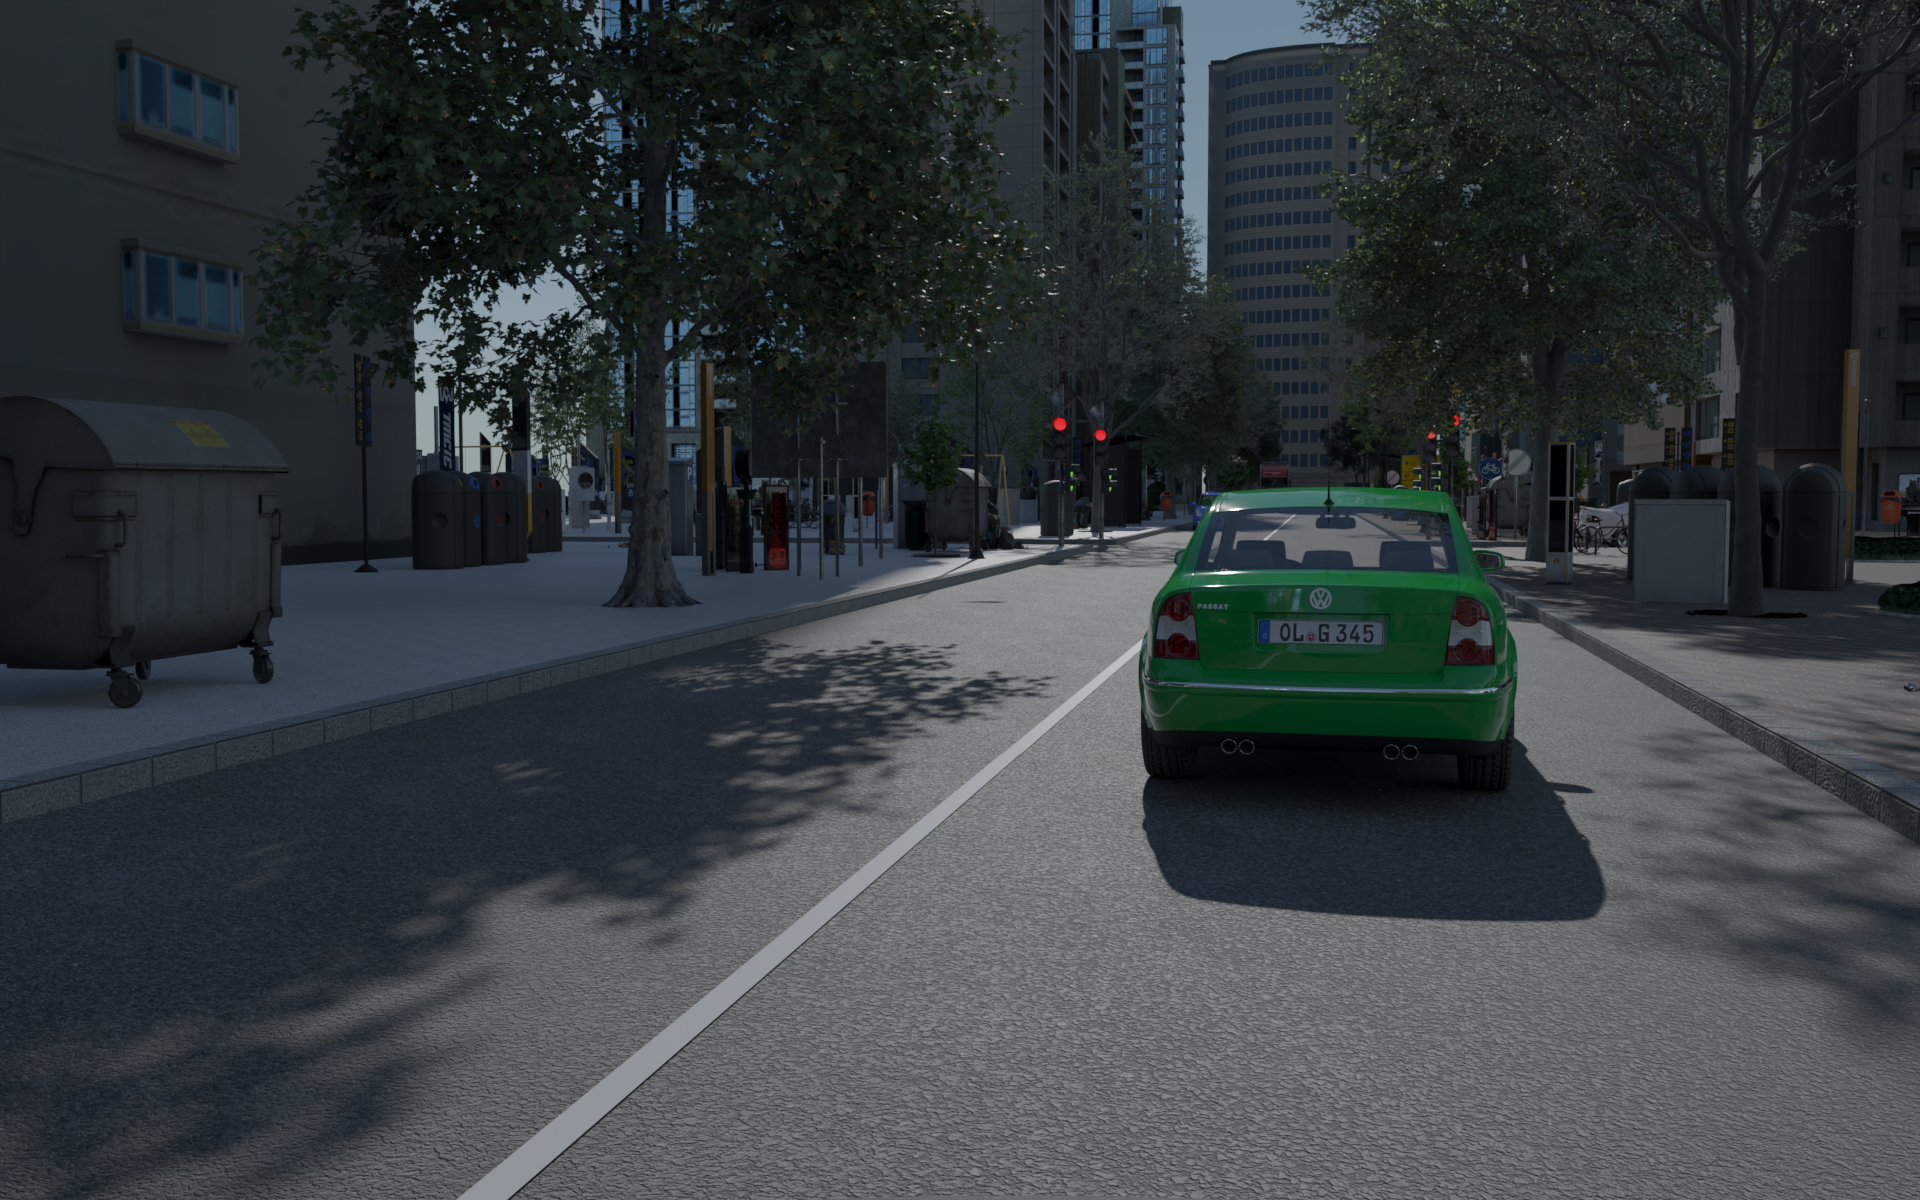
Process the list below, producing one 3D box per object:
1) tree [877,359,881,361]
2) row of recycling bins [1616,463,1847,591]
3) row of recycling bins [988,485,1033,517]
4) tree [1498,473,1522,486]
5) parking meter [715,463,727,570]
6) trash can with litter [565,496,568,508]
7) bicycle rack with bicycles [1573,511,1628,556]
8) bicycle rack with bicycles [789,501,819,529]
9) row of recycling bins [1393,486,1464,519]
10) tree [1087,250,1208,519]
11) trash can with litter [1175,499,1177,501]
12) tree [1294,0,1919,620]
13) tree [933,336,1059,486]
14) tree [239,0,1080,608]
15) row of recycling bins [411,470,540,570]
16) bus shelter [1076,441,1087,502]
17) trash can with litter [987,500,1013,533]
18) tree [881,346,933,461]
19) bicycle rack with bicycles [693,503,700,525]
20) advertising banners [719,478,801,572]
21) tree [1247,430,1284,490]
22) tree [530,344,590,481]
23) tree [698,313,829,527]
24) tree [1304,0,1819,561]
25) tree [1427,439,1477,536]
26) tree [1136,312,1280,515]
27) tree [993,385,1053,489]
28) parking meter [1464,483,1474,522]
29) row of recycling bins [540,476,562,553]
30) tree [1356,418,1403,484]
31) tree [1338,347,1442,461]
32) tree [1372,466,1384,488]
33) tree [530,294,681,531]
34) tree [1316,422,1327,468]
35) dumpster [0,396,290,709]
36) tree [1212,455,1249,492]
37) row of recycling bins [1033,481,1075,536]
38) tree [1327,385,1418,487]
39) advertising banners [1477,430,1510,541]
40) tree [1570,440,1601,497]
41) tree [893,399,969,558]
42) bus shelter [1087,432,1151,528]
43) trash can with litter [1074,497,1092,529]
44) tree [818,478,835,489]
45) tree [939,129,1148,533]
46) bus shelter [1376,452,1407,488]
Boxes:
[{"bbox_3d":[-6.256,-7.536,73.571,4.360,8.622,3.978,0,3,0],"label":"tree"},{"bbox_3d":[10.900,-1.065,24.518,1.069,1.692,3.534,-2,4,-24],"label":"row of recycling bins"},{"bbox_3d":[2.768,-4.625,82.734,3.534,1.692,1.069,1,4,18],"label":"row of recycling bins"},{"bbox_3d":[25.289,-5.170,79.132,1.663,3.219,1.824,0,3,0],"label":"tree"},{"bbox_3d":[-4.162,-1.447,29.365,0.399,1.863,0.255,0,4,4],"label":"parking meter"},{"bbox_3d":[-27.723,-6.677,120.561,1.055,1.170,0.624,3,5,43],"label":"trash can with litter"},{"bbox_3d":[13.306,-1.450,37.095,2.925,0.926,2.852,-2,4,-28],"label":"bicycle rack with bicycles"},{"bbox_3d":[-5.958,-3.115,64.320,2.925,0.926,2.852,0,4,-3],"label":"bicycle rack with bicycles"},{"bbox_3d":[22.687,-4.702,83.991,3.534,1.692,1.069,0,4,-6],"label":"row of recycling bins"},{"bbox_3d":[10.788,-11.160,89.114,9.857,13.997,8.962,0,3,0],"label":"tree"},{"bbox_3d":[14.830,-6.739,121.567,0.624,1.170,1.055,1,4,18],"label":"trash can with litter"},{"bbox_3d":[8.242,-6.580,17.953,12.009,13.543,11.850,0,3,0],"label":"tree"},{"bbox_3d":[2.059,-10.820,102.661,9.928,11.665,9.643,0,3,0],"label":"tree"},{"bbox_3d":[-3.444,-6.274,19.590,9.611,12.733,9.660,0,3,0],"label":"tree"},{"bbox_3d":[-8.771,-1.458,30.949,1.069,1.692,3.534,1,4,9],"label":"row of recycling bins"},{"bbox_3d":[6.318,-5.165,75.735,1.731,3.624,6.357,1,4,12],"label":"bus shelter"},{"bbox_3d":[1.137,-2.603,53.952,1.055,1.170,0.624,1,4,12],"label":"trash can with litter"},{"bbox_3d":[-3.098,-8.243,85.131,4.360,8.622,3.978,0,3,0],"label":"tree"},{"bbox_3d":[-11.863,-3.562,71.626,2.852,0.926,2.925,0,4,5],"label":"bicycle rack with bicycles"},{"bbox_3d":[-3.111,-2.009,29.037,2.074,3.025,0.090,-3,4,-38],"label":"advertising banners"},{"bbox_3d":[31.451,-15.482,187.540,8.767,10.594,7.601,3,4,36],"label":"tree"},{"bbox_3d":[-18.445,-7.844,78.619,4.360,8.622,3.978,0,3,0],"label":"tree"},{"bbox_3d":[-6.857,-6.583,57.987,4.360,8.622,3.978,0,3,0],"label":"tree"},{"bbox_3d":[11.164,-7.731,33.054,9.857,13.997,8.962,0,3,0],"label":"tree"},{"bbox_3d":[14.904,-3.567,52.916,1.663,3.219,1.824,0,3,0],"label":"tree"},{"bbox_3d":[13.972,-11.445,105.254,7.486,12.596,7.792,0,3,0],"label":"tree"},{"bbox_3d":[4.453,-9.945,112.963,4.737,8.622,4.395,0,3,0],"label":"tree"},{"bbox_3d":[23.681,-4.579,80.572,0.399,1.863,0.255,0,4,-7],"label":"parking meter"},{"bbox_3d":[-9.510,-1.842,37.223,1.069,1.692,3.534,0,4,7],"label":"row of recycling bins"},{"bbox_3d":[34.740,-11.785,143.039,4.360,8.622,3.978,0,3,0],"label":"tree"},{"bbox_3d":[29.112,-11.659,116.380,9.928,11.665,9.643,0,3,0],"label":"tree"},{"bbox_3d":[26.360,-6.942,108.110,1.663,3.219,1.824,0,3,0],"label":"tree"},{"bbox_3d":[-12.082,-6.737,60.512,4.737,8.622,4.395,0,3,0],"label":"tree"},{"bbox_3d":[37.573,-13.827,160.485,8.767,10.594,7.601,-1,4,-13],"label":"tree"},{"bbox_3d":[-5.355,-0.326,11.095,1.264,1.857,1.865,1,4,12],"label":"dumpster"},{"bbox_3d":[21.542,-9.418,137.697,4.285,4.588,4.351,0,3,0],"label":"tree"},{"bbox_3d":[3.031,-2.879,54.191,1.069,1.692,3.534,0,4,6],"label":"row of recycling bins"},{"bbox_3d":[31.850,-11.984,130.359,7.601,10.594,8.767,1,4,14],"label":"tree"},{"bbox_3d":[14.780,-3.168,47.987,0.090,3.025,2.074,0,4,-5],"label":"advertising banners"},{"bbox_3d":[21.355,-4.031,60.501,1.663,3.219,1.824,0,3,0],"label":"tree"},{"bbox_3d":[-0.640,-2.496,35.407,1.663,3.219,1.824,0,3,0],"label":"tree"},{"bbox_3d":[6.467,-4.765,69.186,1.731,3.624,6.357,1,4,12],"label":"bus shelter"},{"bbox_3d":[4.368,-3.203,63.751,1.055,1.170,0.624,-3,5,-44],"label":"trash can with litter"},{"bbox_3d":[-7.223,-9.036,98.093,4.737,8.622,4.395,0,3,0],"label":"tree"},{"bbox_3d":[4.647,-9.021,57.864,12.009,13.543,11.850,0,3,0],"label":"tree"},{"bbox_3d":[24.792,-6.601,99.204,1.731,3.624,6.357,1,4,12],"label":"bus shelter"}]
